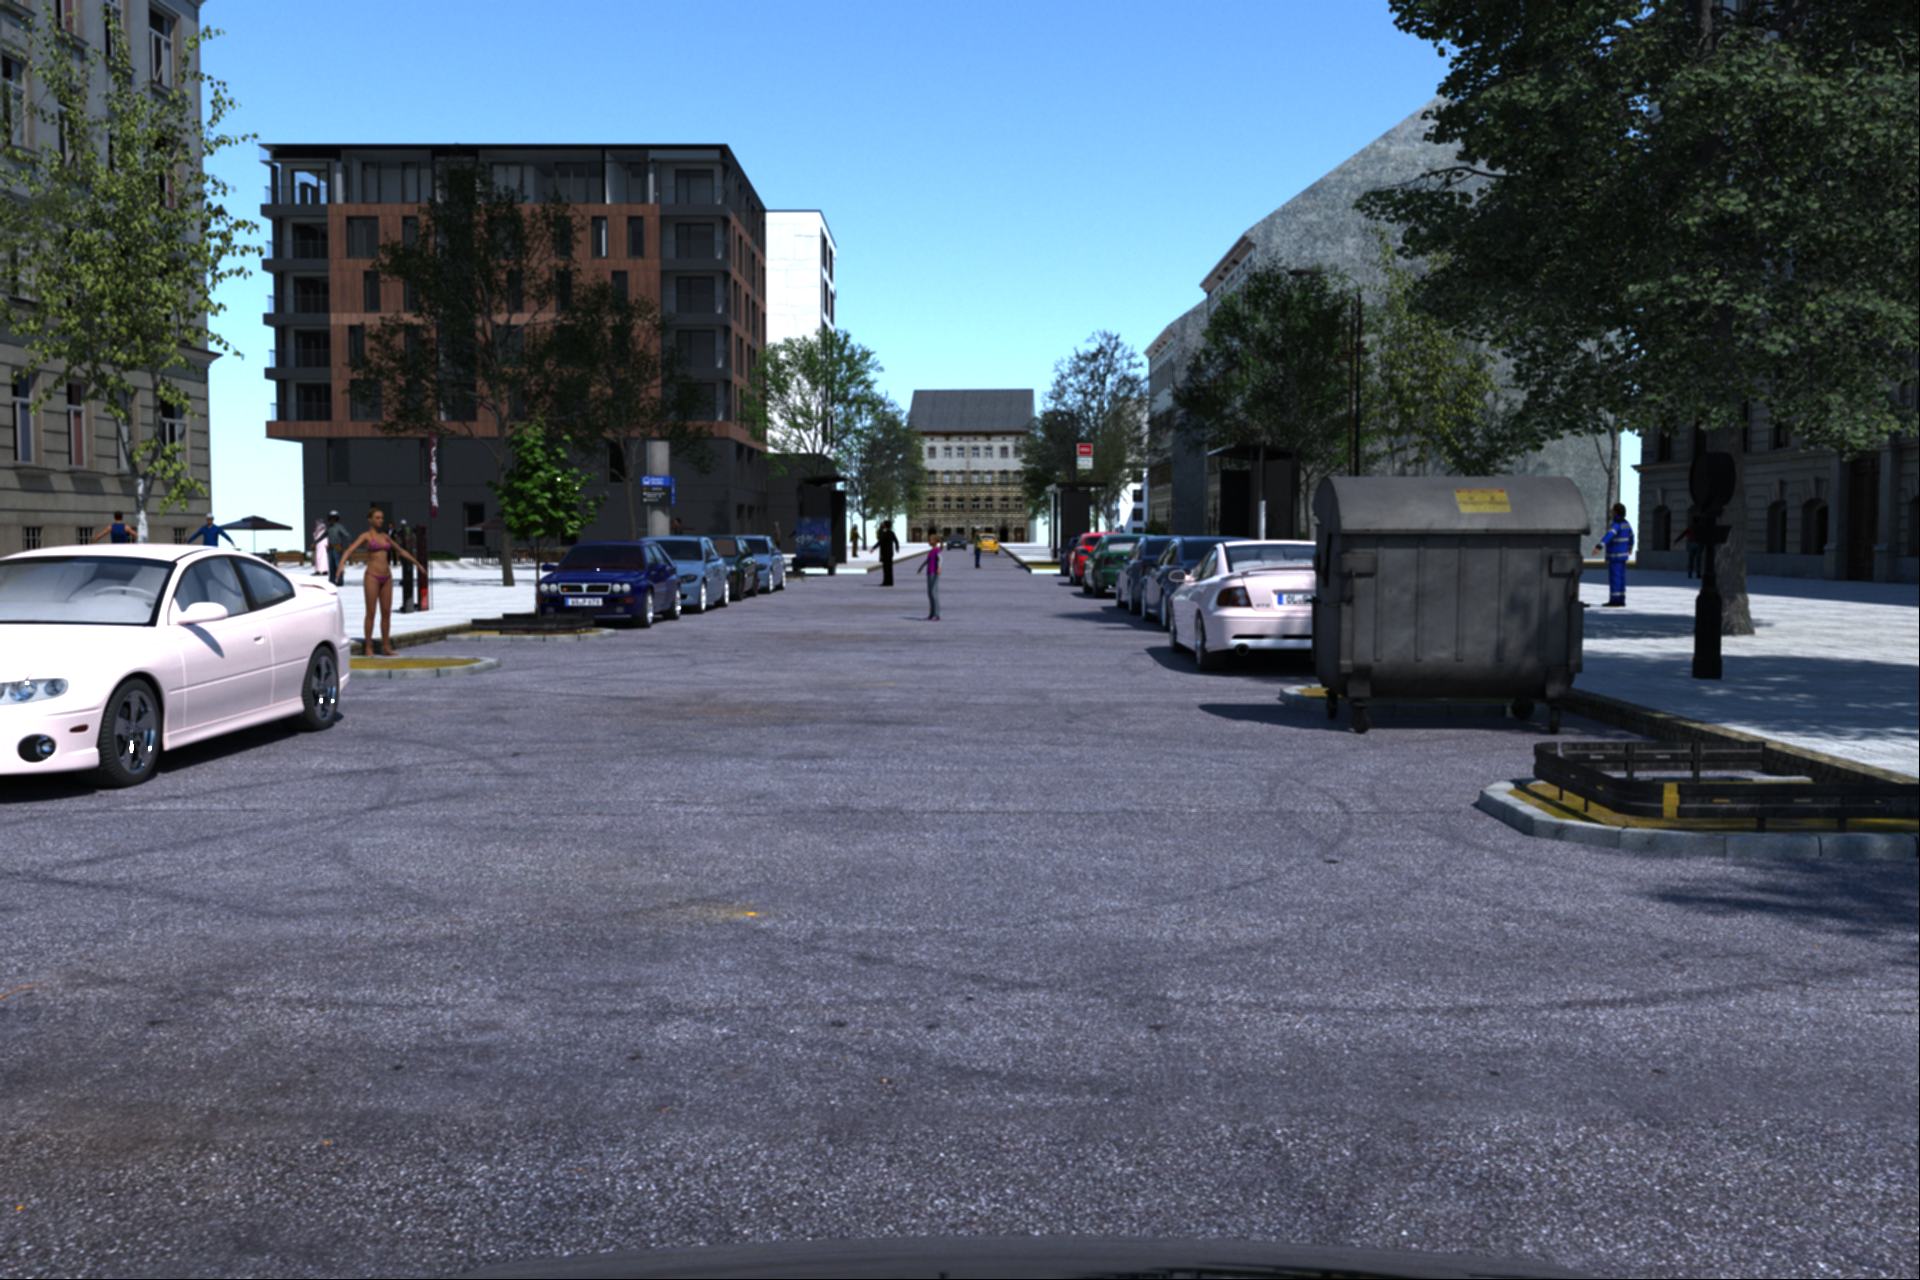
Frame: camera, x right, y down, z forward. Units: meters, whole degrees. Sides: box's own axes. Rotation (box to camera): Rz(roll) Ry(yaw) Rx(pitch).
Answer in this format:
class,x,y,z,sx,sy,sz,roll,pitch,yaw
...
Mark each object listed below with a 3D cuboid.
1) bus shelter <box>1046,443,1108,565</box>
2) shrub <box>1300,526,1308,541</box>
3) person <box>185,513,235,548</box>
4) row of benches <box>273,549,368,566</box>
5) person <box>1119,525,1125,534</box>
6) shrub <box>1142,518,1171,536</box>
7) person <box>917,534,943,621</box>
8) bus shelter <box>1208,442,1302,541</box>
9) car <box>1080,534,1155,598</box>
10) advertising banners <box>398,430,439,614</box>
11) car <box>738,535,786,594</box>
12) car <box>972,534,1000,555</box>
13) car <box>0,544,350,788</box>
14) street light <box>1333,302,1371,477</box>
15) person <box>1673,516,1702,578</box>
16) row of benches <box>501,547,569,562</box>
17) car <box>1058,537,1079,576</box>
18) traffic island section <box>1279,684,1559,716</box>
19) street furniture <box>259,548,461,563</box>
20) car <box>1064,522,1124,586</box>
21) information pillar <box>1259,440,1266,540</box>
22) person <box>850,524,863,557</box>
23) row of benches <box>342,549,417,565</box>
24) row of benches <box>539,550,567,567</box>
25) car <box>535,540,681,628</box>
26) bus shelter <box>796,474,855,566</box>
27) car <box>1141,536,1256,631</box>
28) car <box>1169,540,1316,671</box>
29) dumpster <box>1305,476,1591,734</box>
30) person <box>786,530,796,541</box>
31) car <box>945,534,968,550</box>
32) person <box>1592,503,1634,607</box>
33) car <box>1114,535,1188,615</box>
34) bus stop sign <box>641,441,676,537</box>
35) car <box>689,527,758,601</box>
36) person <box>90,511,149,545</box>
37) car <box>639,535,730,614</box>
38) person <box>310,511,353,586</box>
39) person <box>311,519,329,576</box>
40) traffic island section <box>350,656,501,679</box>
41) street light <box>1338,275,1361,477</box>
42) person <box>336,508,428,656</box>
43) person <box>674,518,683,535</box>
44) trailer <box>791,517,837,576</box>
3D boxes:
class,x,y,z,sx,sy,sz,roll,pitch,yaw
bus shelter,4.855,-5.904,74.155,2.179,5.291,8.768,0,4,-1
shrub,14.417,-4.395,75.901,1.661,2.075,1.752,0,3,0
person,-20.238,-2.500,46.763,1.347,1.842,0.705,0,4,-6
row of benches,-25.426,-3.320,69.752,4.104,0.672,1.422,-2,4,-28
person,8.977,-5.539,96.693,0.704,1.817,1.347,-1,4,-14
shrub,8.431,-4.313,74.929,1.690,2.028,1.600,0,3,0
person,-0.496,-1.035,28.647,0.599,1.433,0.991,-1,4,-21
bus shelter,7.976,-3.423,47.243,1.731,3.624,6.357,0,4,1
car,3.881,-1.731,40.100,2.131,1.459,4.920,0,4,0
advertising banners,-8.958,-1.994,28.784,0.090,3.025,2.074,0,4,1
car,-5.364,-1.894,42.973,2.014,1.417,4.499,0,4,1
car,1.835,-6.815,121.644,2.015,1.641,3.980,0,4,1
car,-5.570,0.065,11.300,2.083,1.381,4.827,0,4,1
street light,7.820,-3.786,34.693,0.468,5.910,1.993,0,4,1
person,21.305,-2.693,50.140,1.345,1.816,0.704,3,5,40
row of benches,-19.858,-4.034,81.424,1.422,0.672,4.104,3,4,37
car,4.377,-2.890,59.831,1.945,1.354,3.894,0,4,1
traffic island section,3.753,0.504,14.621,1.991,0.108,1.994,0,4,2
street furniture,-27.368,-3.974,80.601,5.734,0.657,10.072,3,5,40
car,4.041,-2.442,48.975,2.155,1.783,4.494,0,4,1
information pillar,7.559,-3.179,43.338,0.183,3.616,0.504,0,4,1
person,-5.787,-5.509,95.839,0.705,1.858,1.354,-2,4,-29
row of benches,-24.322,-3.511,72.872,4.104,0.672,1.422,1,4,16
row of benches,-14.356,-3.096,66.077,4.104,0.672,1.422,1,4,20
car,-5.561,-0.918,27.598,1.945,1.354,3.894,0,4,1
bus shelter,-5.428,-4.852,70.619,1.731,3.624,6.357,0,4,2
car,3.862,-0.907,26.834,2.014,1.417,4.499,0,4,0
car,3.443,-0.433,19.444,2.083,1.381,4.827,0,4,1
dumpster,3.589,-0.287,12.905,1.865,1.857,1.264,0,4,1
person,-8.170,-5.022,88.076,1.349,1.833,0.705,-1,4,-15
car,-0.287,-8.781,153.358,2.009,1.686,4.222,0,4,0
person,11.594,-1.507,30.611,1.345,1.831,0.704,-3,5,-43
car,3.884,-1.221,31.973,2.014,1.417,4.499,0,4,0
bus stop sign,-8.602,-3.696,49.445,0.837,3.901,0.837,0,3,0
car,-5.501,-1.740,38.236,2.009,1.686,4.222,0,4,0
person,-19.219,-2.046,39.613,1.345,1.807,0.704,-1,4,-19
car,-5.441,-1.262,32.638,2.014,1.417,4.499,0,4,1
person,-15.359,-2.242,42.490,1.345,1.849,0.704,2,4,24
person,-19.821,-2.874,53.696,0.621,1.740,0.551,-1,4,-21
traffic island section,-5.930,0.290,18.122,1.991,0.108,1.994,0,4,2
street light,7.520,-3.539,30.402,1.470,5.913,1.316,0,4,1
person,-6.734,-0.667,20.160,0.721,1.733,1.217,3,4,37
person,-9.397,-3.151,57.581,0.705,1.821,1.348,0,4,-3
trailer,-5.050,-3.193,59.257,1.471,1.999,3.904,0,4,0
